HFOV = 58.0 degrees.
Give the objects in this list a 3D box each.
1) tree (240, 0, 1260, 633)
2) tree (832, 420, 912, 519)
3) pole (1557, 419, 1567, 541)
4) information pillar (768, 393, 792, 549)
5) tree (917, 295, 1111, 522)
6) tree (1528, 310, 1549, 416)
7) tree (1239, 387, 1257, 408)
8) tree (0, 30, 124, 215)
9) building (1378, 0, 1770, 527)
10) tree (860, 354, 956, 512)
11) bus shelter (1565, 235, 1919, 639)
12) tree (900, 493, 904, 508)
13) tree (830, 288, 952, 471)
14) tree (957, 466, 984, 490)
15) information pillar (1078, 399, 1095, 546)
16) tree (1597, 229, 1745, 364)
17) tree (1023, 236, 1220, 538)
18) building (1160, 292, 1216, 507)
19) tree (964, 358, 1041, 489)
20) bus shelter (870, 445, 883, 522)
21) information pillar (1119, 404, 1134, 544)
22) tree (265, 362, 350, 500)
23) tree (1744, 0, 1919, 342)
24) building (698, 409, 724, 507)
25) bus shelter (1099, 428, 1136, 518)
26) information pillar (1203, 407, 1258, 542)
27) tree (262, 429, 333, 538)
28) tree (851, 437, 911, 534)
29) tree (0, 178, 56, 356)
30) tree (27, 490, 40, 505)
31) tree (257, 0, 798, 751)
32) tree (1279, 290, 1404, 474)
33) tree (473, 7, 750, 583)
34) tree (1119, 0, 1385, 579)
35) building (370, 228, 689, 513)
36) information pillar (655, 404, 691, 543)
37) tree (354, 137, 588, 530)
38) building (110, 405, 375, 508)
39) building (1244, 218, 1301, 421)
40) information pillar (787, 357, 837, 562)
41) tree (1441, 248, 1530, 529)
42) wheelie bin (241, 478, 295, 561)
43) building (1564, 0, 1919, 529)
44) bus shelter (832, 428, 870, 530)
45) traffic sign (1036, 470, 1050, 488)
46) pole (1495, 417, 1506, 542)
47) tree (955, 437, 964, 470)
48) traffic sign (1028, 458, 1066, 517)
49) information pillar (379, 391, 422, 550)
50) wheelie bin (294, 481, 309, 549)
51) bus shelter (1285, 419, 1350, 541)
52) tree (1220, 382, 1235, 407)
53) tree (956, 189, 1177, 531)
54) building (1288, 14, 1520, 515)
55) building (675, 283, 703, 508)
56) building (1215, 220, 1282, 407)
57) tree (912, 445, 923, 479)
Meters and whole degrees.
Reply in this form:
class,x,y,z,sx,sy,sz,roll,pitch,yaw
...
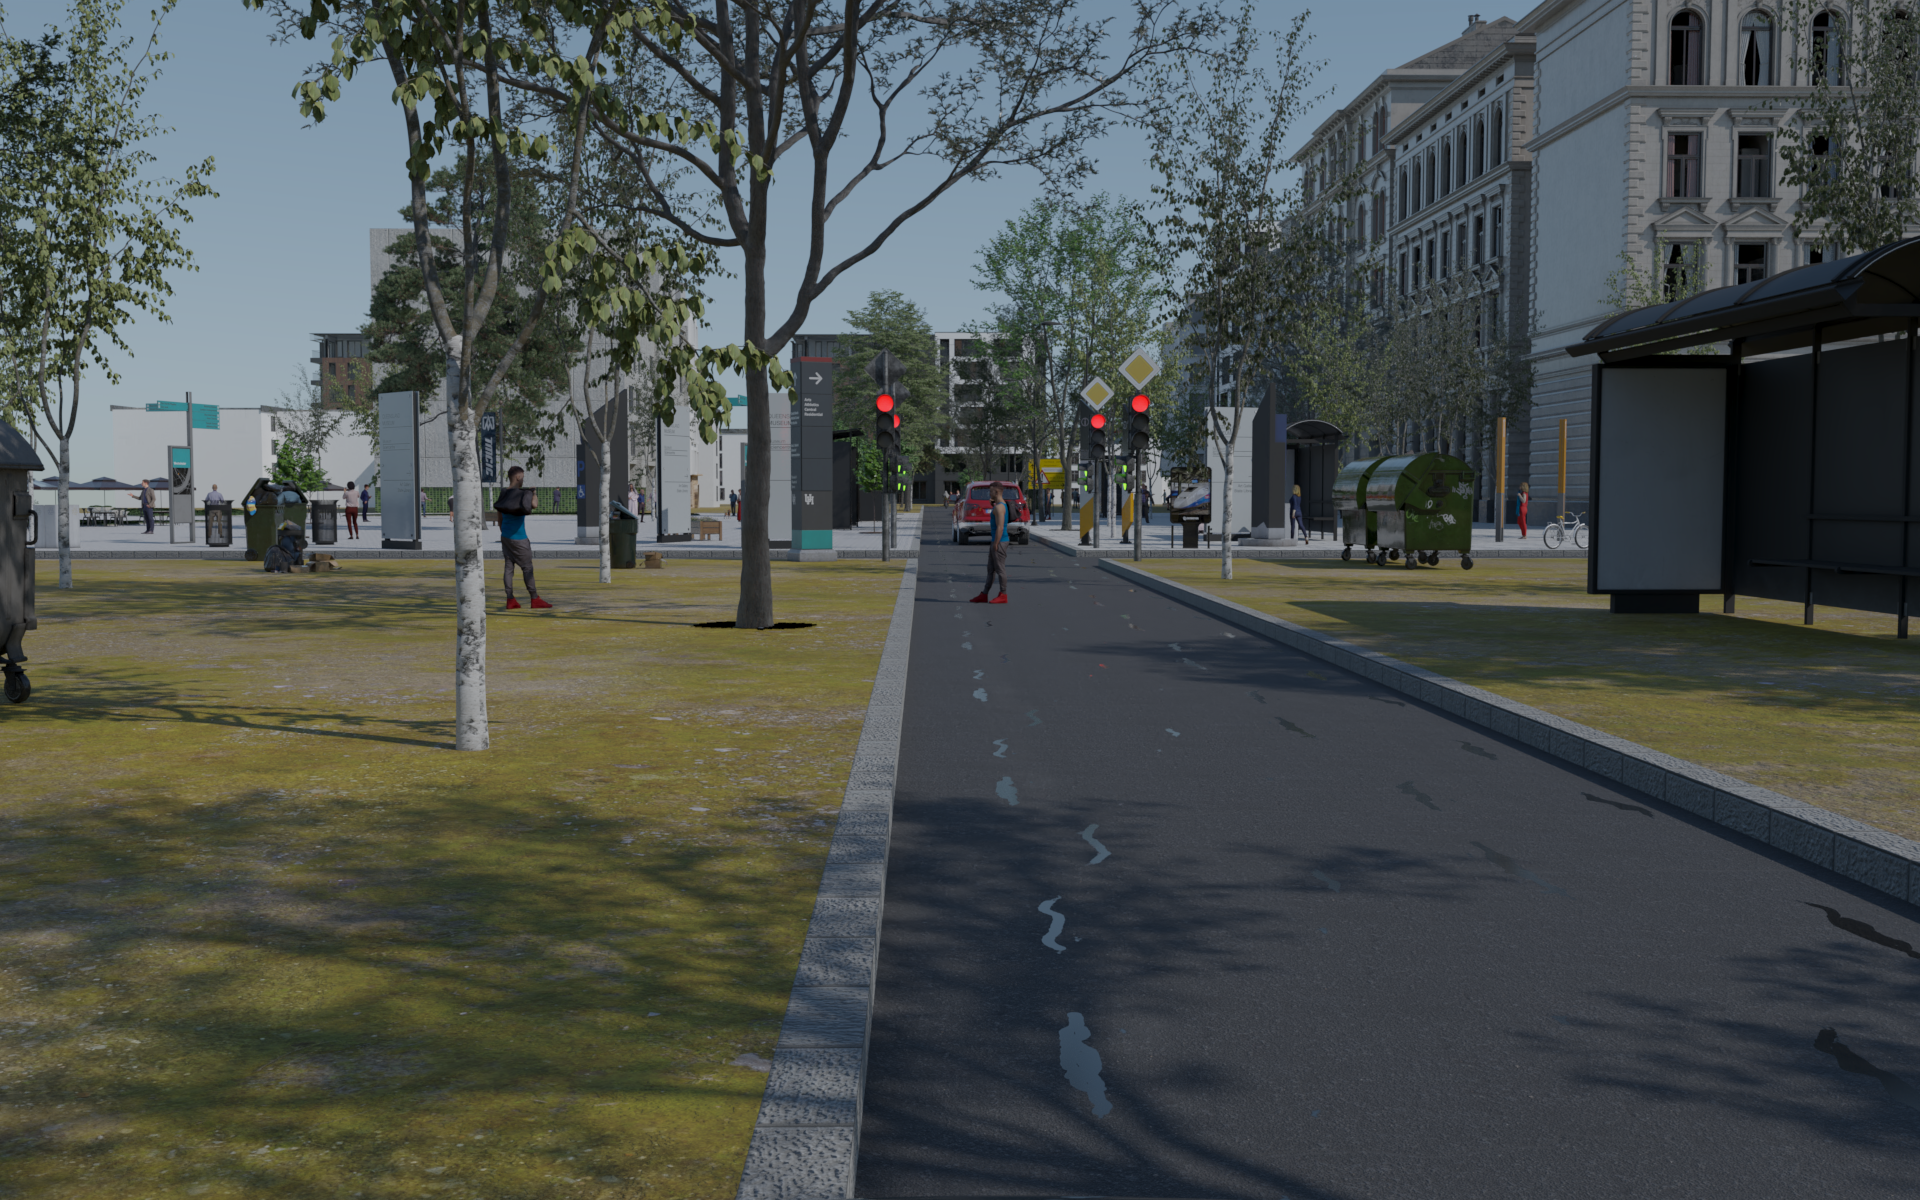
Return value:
class,x,y,z,sx,sy,sz,roll,pitch,yaw
tree,-1.830,-6.478,16.291,12.009,13.543,11.850,0,3,0
tree,-5.216,-5.552,74.482,4.285,4.588,4.351,0,3,0
pole,16.398,-3.263,47.196,0.158,3.312,0.155,0,3,0
information pillar,-3.849,-3.006,40.464,1.656,3.620,0.184,-1,4,-13
tree,3.521,-8.878,79.564,7.601,10.594,8.767,3,4,36
tree,19.799,-6.958,64.122,4.360,8.622,3.978,0,3,0
tree,18.500,-9.081,98.837,4.737,8.622,4.395,0,3,0
tree,-12.272,-5.028,16.621,8.767,10.594,7.601,0,4,3
building,27.971,-15.528,82.755,11.050,23.489,19.941,0,4,-1
tree,-3.747,-12.466,125.872,6.751,12.117,7.091,0,3,0
bus shelter,7.610,-1.354,16.066,2.014,3.302,5.546,0,4,-1
tree,-5.192,-14.035,163.892,7.601,10.594,8.767,0,4,-1
tree,-3.851,-10.876,95.942,7.486,12.596,7.792,0,3,0
tree,1.133,-12.758,192.298,4.285,4.588,4.351,0,3,0
information pillar,3.179,-3.147,42.807,0.504,3.616,0.183,2,4,30
tree,19.976,-6.050,49.280,4.737,8.622,4.395,0,3,0
tree,4.720,-6.113,50.310,4.737,8.622,4.395,0,3,0
building,27.761,-19.073,168.259,16.016,20.091,11.380,0,4,-1
tree,3.122,-8.433,88.242,4.360,8.622,3.978,0,3,0
bus shelter,-4.082,-5.560,82.195,1.731,3.624,6.357,0,4,-1
information pillar,4.325,-3.263,44.707,0.183,3.616,0.504,-1,4,-23
tree,-35.328,-8.816,94.508,4.360,8.622,3.978,0,3,0
tree,11.637,-4.323,21.046,4.360,8.622,3.978,0,3,0
building,-37.780,-13.808,167.909,28.070,9.664,9.099,0,4,-1
bus shelter,8.371,-7.310,97.145,2.179,5.291,8.768,0,4,-1
information pillar,7.384,-3.409,47.052,1.656,3.620,0.184,-1,4,-22
tree,-19.527,-3.400,50.185,1.663,3.219,1.824,0,3,0
tree,-2.874,-3.763,56.133,1.663,3.219,1.824,0,3,0
tree,-18.139,-4.858,29.795,4.360,8.622,3.978,0,3,0
tree,-55.291,-11.222,85.307,13.155,14.587,18.604,0,4,2
tree,-2.395,-3.540,8.236,4.737,8.622,4.395,0,3,0
tree,13.892,-6.915,63.419,4.737,8.622,4.395,0,3,0
tree,-5.128,-4.565,25.000,4.360,8.622,3.978,0,3,0
tree,4.215,-4.632,26.091,4.360,8.622,3.978,0,3,0
building,-31.142,-16.206,131.420,16.747,18.905,31.486,0,4,-1
information pillar,-7.609,-3.344,45.985,0.184,3.620,1.656,1,4,18
tree,-17.432,-9.426,61.531,7.806,13.903,7.818,0,3,0
building,-65.851,-13.794,167.681,28.070,9.664,9.099,0,4,-1
building,28.691,-16.354,123.802,16.016,20.091,11.380,0,4,-1
information pillar,-2.831,-2.670,33.038,0.750,3.857,0.750,-2,4,-24
tree,14.646,-6.254,52.609,4.360,8.622,3.978,0,3,0
wheelie bin,-13.354,-1.552,33.284,0.693,1.594,0.980,0,4,-5
building,32.309,-14.436,64.905,19.941,23.489,11.050,0,4,-1
bus shelter,-4.403,-4.470,64.373,1.731,3.624,6.357,0,4,-1
traffic sign,4.357,-5.618,91.851,0.884,2.594,0.081,0,4,6
pole,14.428,-3.204,46.229,0.158,3.312,0.155,0,3,0
tree,1.538,-13.737,174.956,4.360,8.622,3.978,0,3,0
traffic sign,4.978,-6.397,98.466,2.265,3.308,0.079,0,4,1
information pillar,-12.981,-2.987,40.147,0.184,3.620,1.656,-3,5,-45
wheelie bin,-15.586,-1.980,40.288,0.693,1.594,0.980,-3,5,-43
bus shelter,9.481,-3.406,49.611,2.014,3.302,5.546,0,4,-1
tree,12.695,-8.989,97.327,4.737,8.622,4.395,0,3,0
tree,3.720,-8.213,60.041,9.928,11.665,9.643,0,3,0
building,28.962,-19.385,104.332,14.401,28.519,23.554,0,4,-1
building,-31.215,-18.126,152.779,16.016,20.091,11.380,0,4,-1
building,35.026,-18.464,145.859,27.936,21.610,32.646,0,4,-1
tree,-3.609,-6.395,88.270,4.285,4.588,4.351,0,3,0
